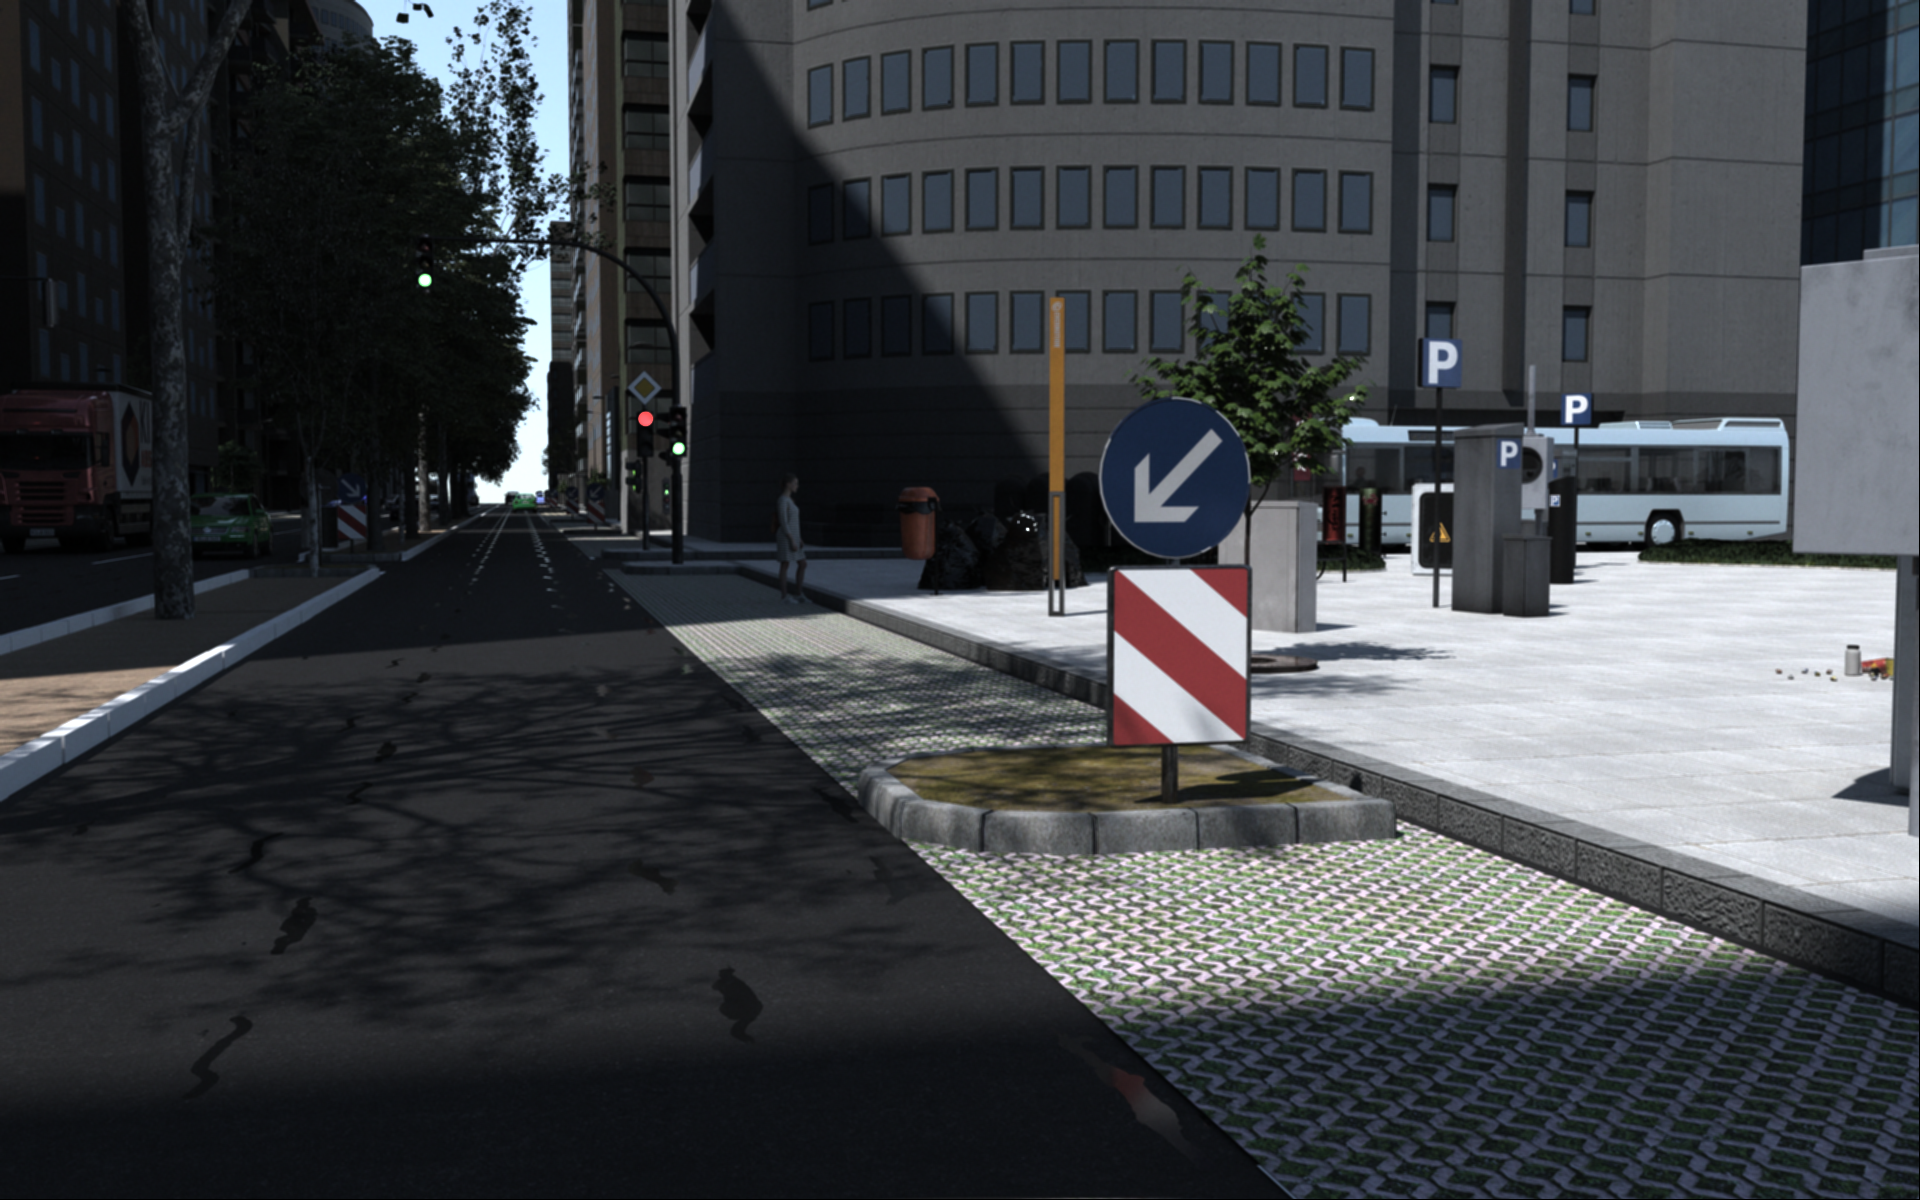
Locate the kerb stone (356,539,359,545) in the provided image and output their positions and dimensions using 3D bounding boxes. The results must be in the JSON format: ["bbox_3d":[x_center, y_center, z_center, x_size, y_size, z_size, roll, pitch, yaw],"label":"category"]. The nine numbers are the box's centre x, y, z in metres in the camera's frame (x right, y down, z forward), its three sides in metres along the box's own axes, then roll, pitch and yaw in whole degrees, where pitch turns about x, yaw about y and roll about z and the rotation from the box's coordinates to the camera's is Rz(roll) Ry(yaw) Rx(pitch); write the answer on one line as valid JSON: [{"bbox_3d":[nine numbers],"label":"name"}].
[{"bbox_3d":[-16.976,-1.603,48.427,0.120,0.150,1.000,-1,4,-14],"label":"kerb stone"}]

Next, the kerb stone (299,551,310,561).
[{"bbox_3d":[-14.197,-0.935,37.516,0.120,0.150,1.000,-1,4,-14],"label":"kerb stone"}]

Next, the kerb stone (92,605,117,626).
[{"bbox_3d":[-9.501,0.189,19.098,0.120,0.150,1.000,-1,4,-14],"label":"kerb stone"}]

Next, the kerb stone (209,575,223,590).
[{"bbox_3d":[-11.276,-0.236,26.055,0.120,0.150,1.000,-1,4,-14],"label":"kerb stone"}]

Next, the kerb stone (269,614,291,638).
[{"bbox_3d":[-6.963,0.280,17.633,0.120,0.150,1.000,-1,4,-14],"label":"kerb stone"}]

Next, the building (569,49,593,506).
[{"bbox_3d":[-27.170,-33.915,174.111,23.786,49.044,30.456,-1,4,-14],"label":"building"}]

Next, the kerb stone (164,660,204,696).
[{"bbox_3d":[-5.699,0.583,12.656,0.120,0.150,1.000,-1,4,-14],"label":"kerb stone"}]

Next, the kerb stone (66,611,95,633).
[{"bbox_3d":[-9.251,0.251,18.099,0.120,0.150,1.000,-1,4,-14],"label":"kerb stone"}]

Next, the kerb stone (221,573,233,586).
[{"bbox_3d":[-11.537,-0.297,27.044,0.120,0.150,1.000,-1,4,-14],"label":"kerb stone"}]

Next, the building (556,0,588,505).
[{"bbox_3d":[-40.254,-47.604,216.569,20.563,71.187,20.611,-1,4,-14],"label":"building"}]

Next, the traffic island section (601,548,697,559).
[{"bbox_3d":[-7.147,-1.058,39.585,2.009,0.180,2.903,-1,4,-14],"label":"traffic island section"}]

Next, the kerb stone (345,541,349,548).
[{"bbox_3d":[-16.217,-1.422,45.456,0.120,0.150,1.000,-1,4,-14],"label":"kerb stone"}]

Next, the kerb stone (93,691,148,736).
[{"bbox_3d":[-5.190,0.705,10.668,0.120,0.150,1.000,-1,4,-14],"label":"kerb stone"}]

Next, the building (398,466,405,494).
[{"bbox_3d":[-87.231,-29.271,250.277,14.160,30.474,14.107,-1,4,-14],"label":"building"}]

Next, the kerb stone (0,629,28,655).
[{"bbox_3d":[-8.744,0.372,16.106,0.120,0.150,1.000,-1,4,-14],"label":"kerb stone"}]

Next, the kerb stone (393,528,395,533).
[{"bbox_3d":[-20.519,-2.455,62.344,0.120,0.150,1.000,-1,4,-14],"label":"kerb stone"}]

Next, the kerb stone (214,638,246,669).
[{"bbox_3d":[-6.200,0.462,14.639,0.120,0.150,1.000,-1,4,-14],"label":"kerb stone"}]

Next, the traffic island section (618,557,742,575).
[{"bbox_3d":[-5.176,-0.585,31.846,2.009,0.180,2.903,-1,4,-14],"label":"traffic island section"}]

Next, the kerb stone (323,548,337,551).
[{"bbox_3d":[-15.462,-1.237,42.481,0.120,0.150,1.000,-1,4,-14],"label":"kerb stone"}]

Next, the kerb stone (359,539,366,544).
[{"bbox_3d":[-17.481,-1.723,50.417,0.120,0.150,1.000,-1,4,-14],"label":"kerb stone"}]

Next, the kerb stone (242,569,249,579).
[{"bbox_3d":[-12.037,-0.416,29.031,0.120,0.150,1.000,-1,4,-14],"label":"kerb stone"}]

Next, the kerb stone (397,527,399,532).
[{"bbox_3d":[-21.025,-2.576,64.334,0.120,0.150,1.000,-1,4,-14],"label":"kerb stone"}]

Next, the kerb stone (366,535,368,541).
[{"bbox_3d":[-17.737,-1.781,51.413,0.120,0.150,1.000,-1,4,-14],"label":"kerb stone"}]

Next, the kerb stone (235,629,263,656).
[{"bbox_3d":[-6.458,0.401,15.638,0.120,0.150,1.000,-1,4,-14],"label":"kerb stone"}]

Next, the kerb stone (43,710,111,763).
[{"bbox_3d":[-4.940,0.766,9.676,0.120,0.150,1.000,-1,4,-14],"label":"kerb stone"}]

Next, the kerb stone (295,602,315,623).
[{"bbox_3d":[-7.459,0.158,19.616,0.120,0.150,1.000,-1,4,-14],"label":"kerb stone"}]

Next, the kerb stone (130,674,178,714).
[{"bbox_3d":[-5.446,0.644,11.663,0.120,0.150,1.000,-1,4,-14],"label":"kerb stone"}]

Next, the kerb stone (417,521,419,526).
[{"bbox_3d":[-25.585,-3.670,82.226,0.120,0.150,1.000,-1,4,-14],"label":"kerb stone"}]

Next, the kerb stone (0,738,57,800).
[{"bbox_3d":[-4.694,0.832,8.678,0.120,0.150,1.000,-1,4,-14],"label":"kerb stone"}]

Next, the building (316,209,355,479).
[{"bbox_3d":[-67.246,-24.287,168.791,14.160,30.474,14.107,-1,4,-14],"label":"building"}]

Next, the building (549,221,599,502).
[{"bbox_3d":[-54.591,-35.367,261.848,14.154,41.232,14.086,-1,4,-14],"label":"building"}]

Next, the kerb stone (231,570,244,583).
[{"bbox_3d":[-11.782,-0.357,28.040,0.120,0.150,1.000,-1,4,-14],"label":"kerb stone"}]

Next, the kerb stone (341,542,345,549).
[{"bbox_3d":[-15.964,-1.358,44.463,0.120,0.150,1.000,-1,4,-14],"label":"kerb stone"}]

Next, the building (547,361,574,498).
[{"bbox_3d":[-43.392,-24.327,242.783,27.650,21.520,28.899,-1,4,-14],"label":"building"}]

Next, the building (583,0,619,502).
[{"bbox_3d":[-25.407,-30.658,151.363,14.600,45.320,14.200,-1,4,-14],"label":"building"}]

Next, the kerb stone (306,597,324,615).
[{"bbox_3d":[-7.722,0.097,20.604,0.120,0.150,1.000,-1,4,-14],"label":"kerb stone"}]

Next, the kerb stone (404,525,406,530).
[{"bbox_3d":[-22.039,-2.821,68.321,0.120,0.150,1.000,-1,4,-14],"label":"kerb stone"}]

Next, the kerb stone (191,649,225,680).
[{"bbox_3d":[-5.957,0.523,13.646,0.120,0.150,1.000,-1,4,-14],"label":"kerb stone"}]

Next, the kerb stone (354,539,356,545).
[{"bbox_3d":[-16.725,-1.544,47.436,0.120,0.150,1.000,-1,4,-14],"label":"kerb stone"}]

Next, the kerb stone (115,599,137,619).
[{"bbox_3d":[-9.748,0.129,20.090,0.120,0.150,1.000,-1,4,-14],"label":"kerb stone"}]

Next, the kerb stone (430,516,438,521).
[{"bbox_3d":[-28.875,-4.458,95.130,0.120,0.150,1.000,-1,4,-14],"label":"kerb stone"}]

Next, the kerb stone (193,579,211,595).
[{"bbox_3d":[-11.025,-0.174,25.064,0.120,0.150,1.000,-1,4,-14],"label":"kerb stone"}]

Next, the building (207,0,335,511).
[{"bbox_3d":[-65.685,-30.068,146.230,22.147,44.769,28.867,-1,4,-14],"label":"building"}]

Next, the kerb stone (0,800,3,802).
[{"bbox_3d":[-4.435,0.887,7.687,0.120,0.150,1.000,-1,4,-14],"label":"kerb stone"}]

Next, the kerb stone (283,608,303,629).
[{"bbox_3d":[-7.215,0.218,18.623,0.120,0.150,1.000,-1,4,-14],"label":"kerb stone"}]

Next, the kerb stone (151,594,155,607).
[{"bbox_3d":[-10.265,0.008,22.083,0.120,0.150,1.000,-1,4,-14],"label":"kerb stone"}]

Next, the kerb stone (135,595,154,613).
[{"bbox_3d":[-10.015,0.073,21.085,0.120,0.150,1.000,-1,4,-14],"label":"kerb stone"}]

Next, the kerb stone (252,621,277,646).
[{"bbox_3d":[-6.715,0.340,16.632,0.120,0.150,1.000,-1,4,-14],"label":"kerb stone"}]

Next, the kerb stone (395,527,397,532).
[{"bbox_3d":[-20.772,-2.506,63.341,0.120,0.150,1.000,-1,4,-14],"label":"kerb stone"}]

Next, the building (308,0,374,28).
[{"bbox_3d":[-78.498,-40.248,200.056,21.231,58.520,28.212,-1,4,-14],"label":"building"}]

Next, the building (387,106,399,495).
[{"bbox_3d":[-86.153,-41.911,227.243,21.231,58.520,28.212,-1,4,-14],"label":"building"}]

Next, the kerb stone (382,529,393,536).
[{"bbox_3d":[-20.268,-2.393,61.352,0.120,0.150,1.000,-1,4,-14],"label":"kerb stone"}]

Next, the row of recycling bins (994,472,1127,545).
[{"bbox_3d":[2.080,-1.555,32.543,3.534,1.692,1.069,3,5,39],"label":"row of recycling bins"}]

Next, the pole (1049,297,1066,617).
[{"bbox_3d":[1.017,-1.484,18.107,0.158,3.312,0.155,0,3,0],"label":"pole"}]

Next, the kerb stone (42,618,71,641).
[{"bbox_3d":[-9.003,0.315,17.108,0.120,0.150,1.000,-1,4,-14],"label":"kerb stone"}]

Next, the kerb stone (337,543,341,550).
[{"bbox_3d":[-15.711,-1.301,43.473,0.120,0.150,1.000,-1,4,-14],"label":"kerb stone"}]
